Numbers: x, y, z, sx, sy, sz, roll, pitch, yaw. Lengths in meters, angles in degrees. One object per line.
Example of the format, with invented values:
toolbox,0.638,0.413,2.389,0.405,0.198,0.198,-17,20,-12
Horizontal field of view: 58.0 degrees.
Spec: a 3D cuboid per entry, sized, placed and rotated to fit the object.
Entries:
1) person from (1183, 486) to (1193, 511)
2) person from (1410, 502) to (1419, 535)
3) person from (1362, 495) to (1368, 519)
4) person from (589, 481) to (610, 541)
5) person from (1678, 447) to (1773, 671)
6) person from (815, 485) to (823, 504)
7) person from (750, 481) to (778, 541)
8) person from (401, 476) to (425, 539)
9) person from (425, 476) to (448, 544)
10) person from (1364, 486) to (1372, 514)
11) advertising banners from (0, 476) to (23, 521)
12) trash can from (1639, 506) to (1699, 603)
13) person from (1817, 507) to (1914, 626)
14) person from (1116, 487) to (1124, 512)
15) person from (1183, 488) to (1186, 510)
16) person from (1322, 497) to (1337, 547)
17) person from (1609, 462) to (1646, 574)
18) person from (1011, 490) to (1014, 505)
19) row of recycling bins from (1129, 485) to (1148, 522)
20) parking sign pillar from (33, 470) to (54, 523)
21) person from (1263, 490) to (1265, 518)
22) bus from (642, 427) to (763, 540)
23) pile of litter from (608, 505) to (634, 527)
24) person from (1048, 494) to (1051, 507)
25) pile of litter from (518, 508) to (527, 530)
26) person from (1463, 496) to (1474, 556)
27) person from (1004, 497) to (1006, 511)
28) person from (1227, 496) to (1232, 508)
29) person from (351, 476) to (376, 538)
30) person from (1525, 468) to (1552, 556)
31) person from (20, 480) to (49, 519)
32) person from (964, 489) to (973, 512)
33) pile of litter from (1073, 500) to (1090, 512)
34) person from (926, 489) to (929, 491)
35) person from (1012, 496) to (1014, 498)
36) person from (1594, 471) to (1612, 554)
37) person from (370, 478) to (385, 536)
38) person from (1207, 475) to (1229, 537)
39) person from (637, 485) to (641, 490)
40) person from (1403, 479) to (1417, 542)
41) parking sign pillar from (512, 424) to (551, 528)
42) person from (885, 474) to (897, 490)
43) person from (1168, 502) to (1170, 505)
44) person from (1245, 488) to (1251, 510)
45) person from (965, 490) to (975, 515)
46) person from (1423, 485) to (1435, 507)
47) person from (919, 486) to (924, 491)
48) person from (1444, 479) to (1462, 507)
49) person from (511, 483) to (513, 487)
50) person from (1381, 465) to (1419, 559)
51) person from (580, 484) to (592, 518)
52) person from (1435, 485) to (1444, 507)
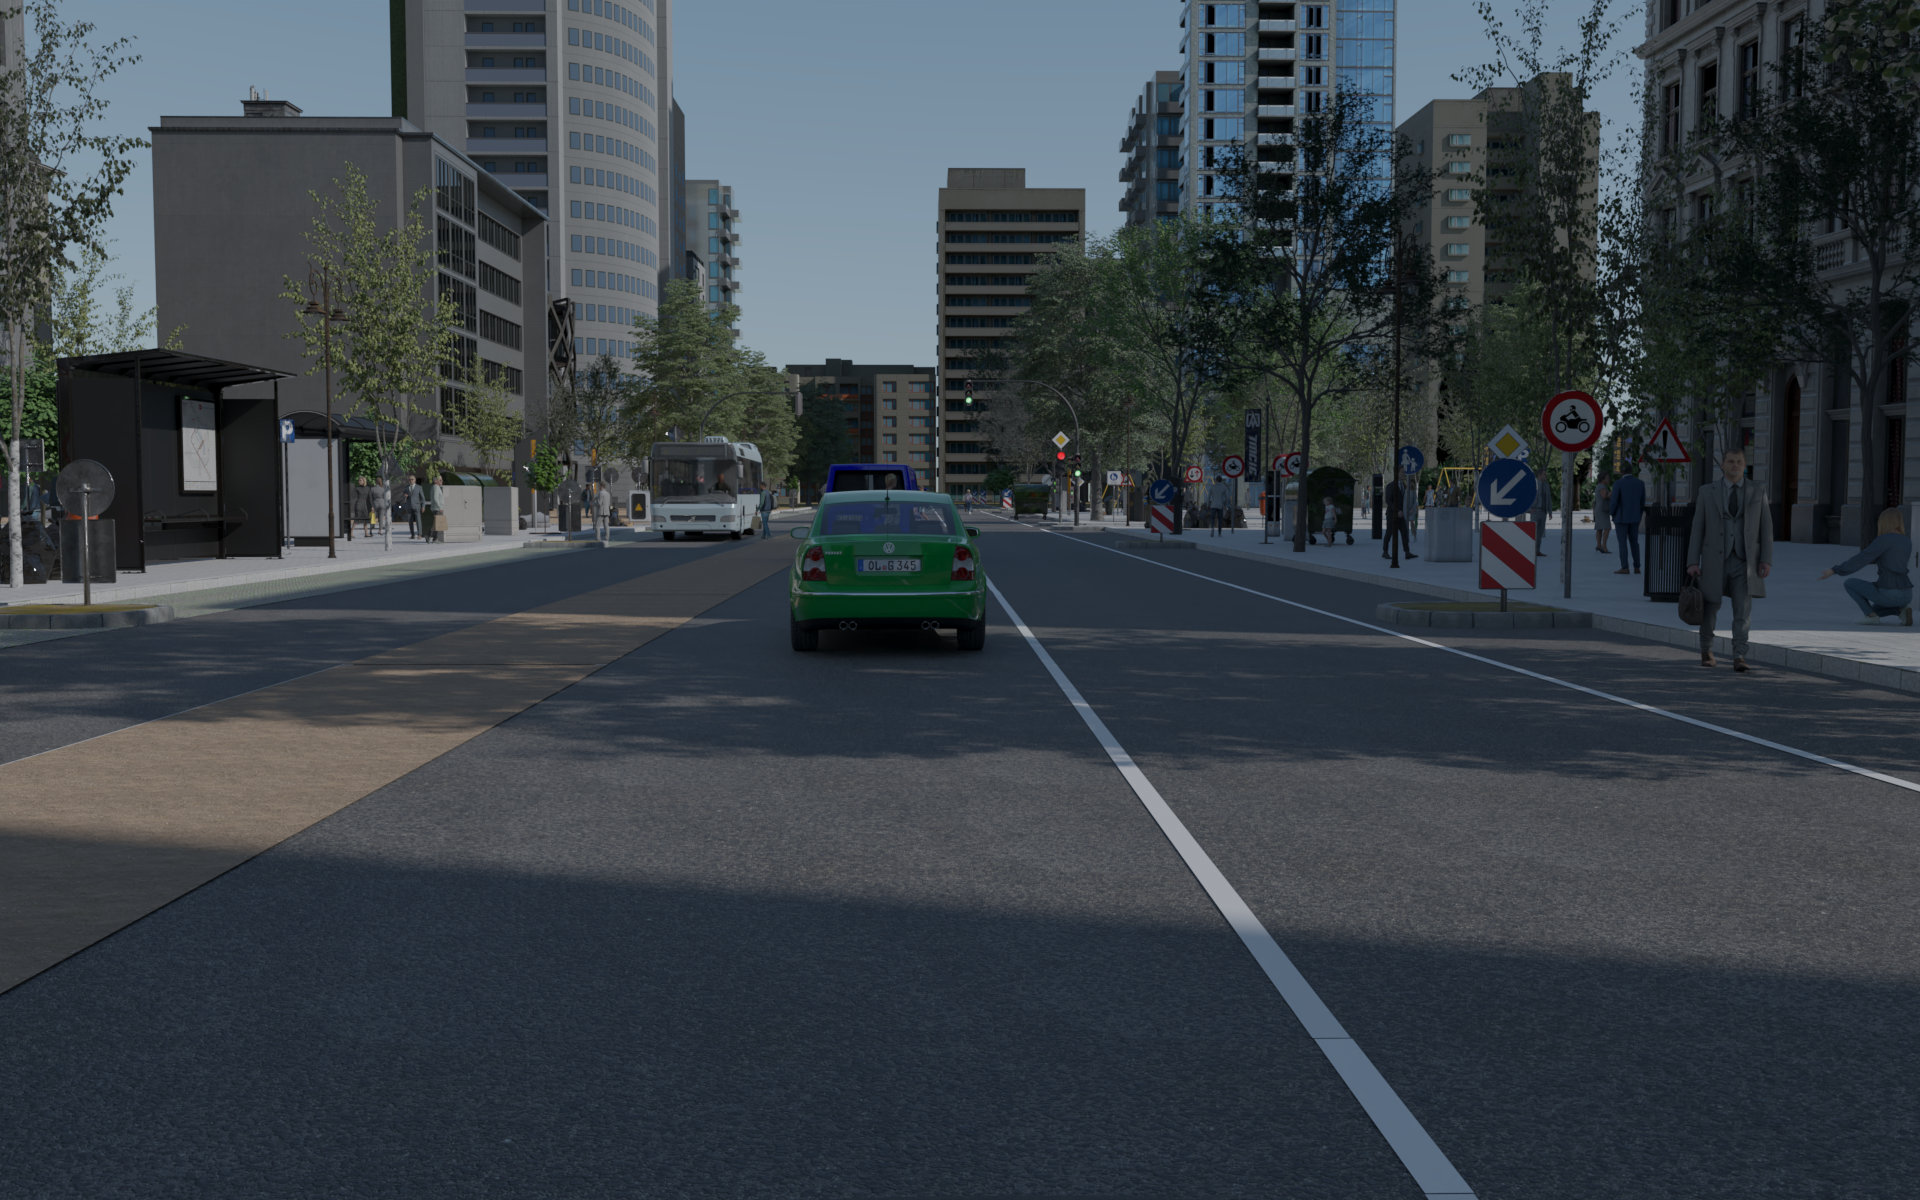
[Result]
person,13.673,-5.936,103.496,0.661,1.777,0.834,2,4,25
person,14.012,-2.642,53.487,0.306,1.304,0.590,1,4,11
person,20.876,-4.803,89.254,0.332,1.250,0.352,-1,4,-9
person,-10.199,-2.468,49.054,0.583,1.804,0.606,1,4,12
person,6.268,-0.340,14.157,0.694,1.812,0.767,1,4,18
person,-7.167,-5.012,89.811,0.474,1.900,0.648,3,5,42
person,-6.030,-2.733,53.164,0.713,1.824,0.794,3,5,40
person,-15.525,-2.625,49.138,0.661,1.801,0.590,0,4,-5
person,-13.371,-2.303,44.175,0.515,1.767,0.782,-2,4,-24
person,25.897,-6.353,109.894,0.713,1.824,0.794,3,5,44
advertising banners,-43.693,-5.124,79.966,2.074,3.025,0.090,0,4,-7
trash can,8.479,-0.549,20.629,0.748,1.137,0.748,0,3,0
person,8.946,-0.335,17.020,1.012,1.151,0.738,-1,4,-13
person,11.426,-7.103,122.367,0.709,1.800,0.728,-2,4,-32
person,17.815,-8.026,137.658,0.661,1.777,0.834,3,4,37
person,9.006,-1.891,41.978,0.382,1.210,0.505,-2,4,-23
person,10.727,-1.319,27.792,0.721,1.800,0.419,-1,4,-18
person,5.951,-11.609,195.936,0.705,1.814,1.350,0,4,-2
row of recycling bins,8.590,-4.544,81.404,1.069,1.692,3.534,0,4,-1
parking sign pillar,-40.392,-5.384,76.507,1.447,3.967,1.447,0,4,-2
person,16.663,-5.377,93.971,0.660,1.820,0.620,2,4,30
bus,-8.206,-3.802,57.020,2.948,3.499,13.247,0,4,-3
pile of litter,-13.499,-3.342,68.599,1.176,0.858,1.719,-1,4,-11
person,8.584,-9.871,168.147,0.721,1.736,1.217,-2,4,-25
pile of litter,-16.067,-2.911,61.563,1.176,0.858,1.719,2,4,28
person,10.534,-1.547,36.020,0.332,1.250,0.352,-2,4,-28
person,3.766,-7.857,139.549,0.523,1.515,0.503,1,4,12
person,23.417,-8.454,149.764,0.738,1.151,1.012,0,4,-8
person,-17.969,-2.730,50.893,1.509,1.804,0.699,0,4,-5
person,11.911,-1.808,35.696,0.635,1.810,0.391,-2,4,-27
person,-22.677,-2.215,42.241,0.713,1.824,0.794,1,4,18
person,0.711,-8.014,139.622,0.694,1.812,0.767,-3,5,-40
pile of litter,8.752,-6.783,124.873,1.176,0.858,1.719,-3,5,-39
person,-2.546,-8.198,142.550,0.620,1.820,0.660,0,4,-3
person,6.080,-10.609,179.575,1.350,1.814,0.705,-1,4,-20
person,14.011,-1.899,37.451,0.532,1.782,0.716,1,4,14
person,-17.992,-2.889,53.557,0.520,1.790,0.573,-2,4,-25
person,7.695,-2.802,51.705,0.661,1.843,0.795,1,4,11
person,-18.685,-5.800,100.852,0.713,1.824,0.794,2,4,23
person,12.045,-2.411,46.466,0.512,1.701,0.522,2,4,28
parking sign pillar,-16.454,-4.763,66.350,1.447,3.967,1.447,-2,4,-30
person,-1.237,-1.290,29.936,0.624,1.780,0.694,0,4,-3
person,17.445,-8.412,143.779,0.606,1.804,0.583,0,4,0
person,22.877,-7.988,137.402,0.466,1.731,0.760,-1,4,-14
person,0.675,-6.800,120.348,0.731,1.740,0.598,0,4,3
person,25.997,-5.494,95.972,0.616,1.811,0.778,2,4,27
person,-1.665,-4.206,77.363,0.778,1.811,0.616,0,3,0
person,17.819,-3.467,62.642,0.656,1.842,0.836,1,4,22
person,-21.983,-4.848,85.328,0.654,1.822,0.581,2,4,26
person,8.622,-1.721,33.959,0.659,1.850,0.755,-3,5,-41
person,-19.893,-5.298,92.653,0.794,1.824,0.713,-2,4,-33
person,27.328,-5.637,98.637,0.534,1.772,0.576,2,4,35
